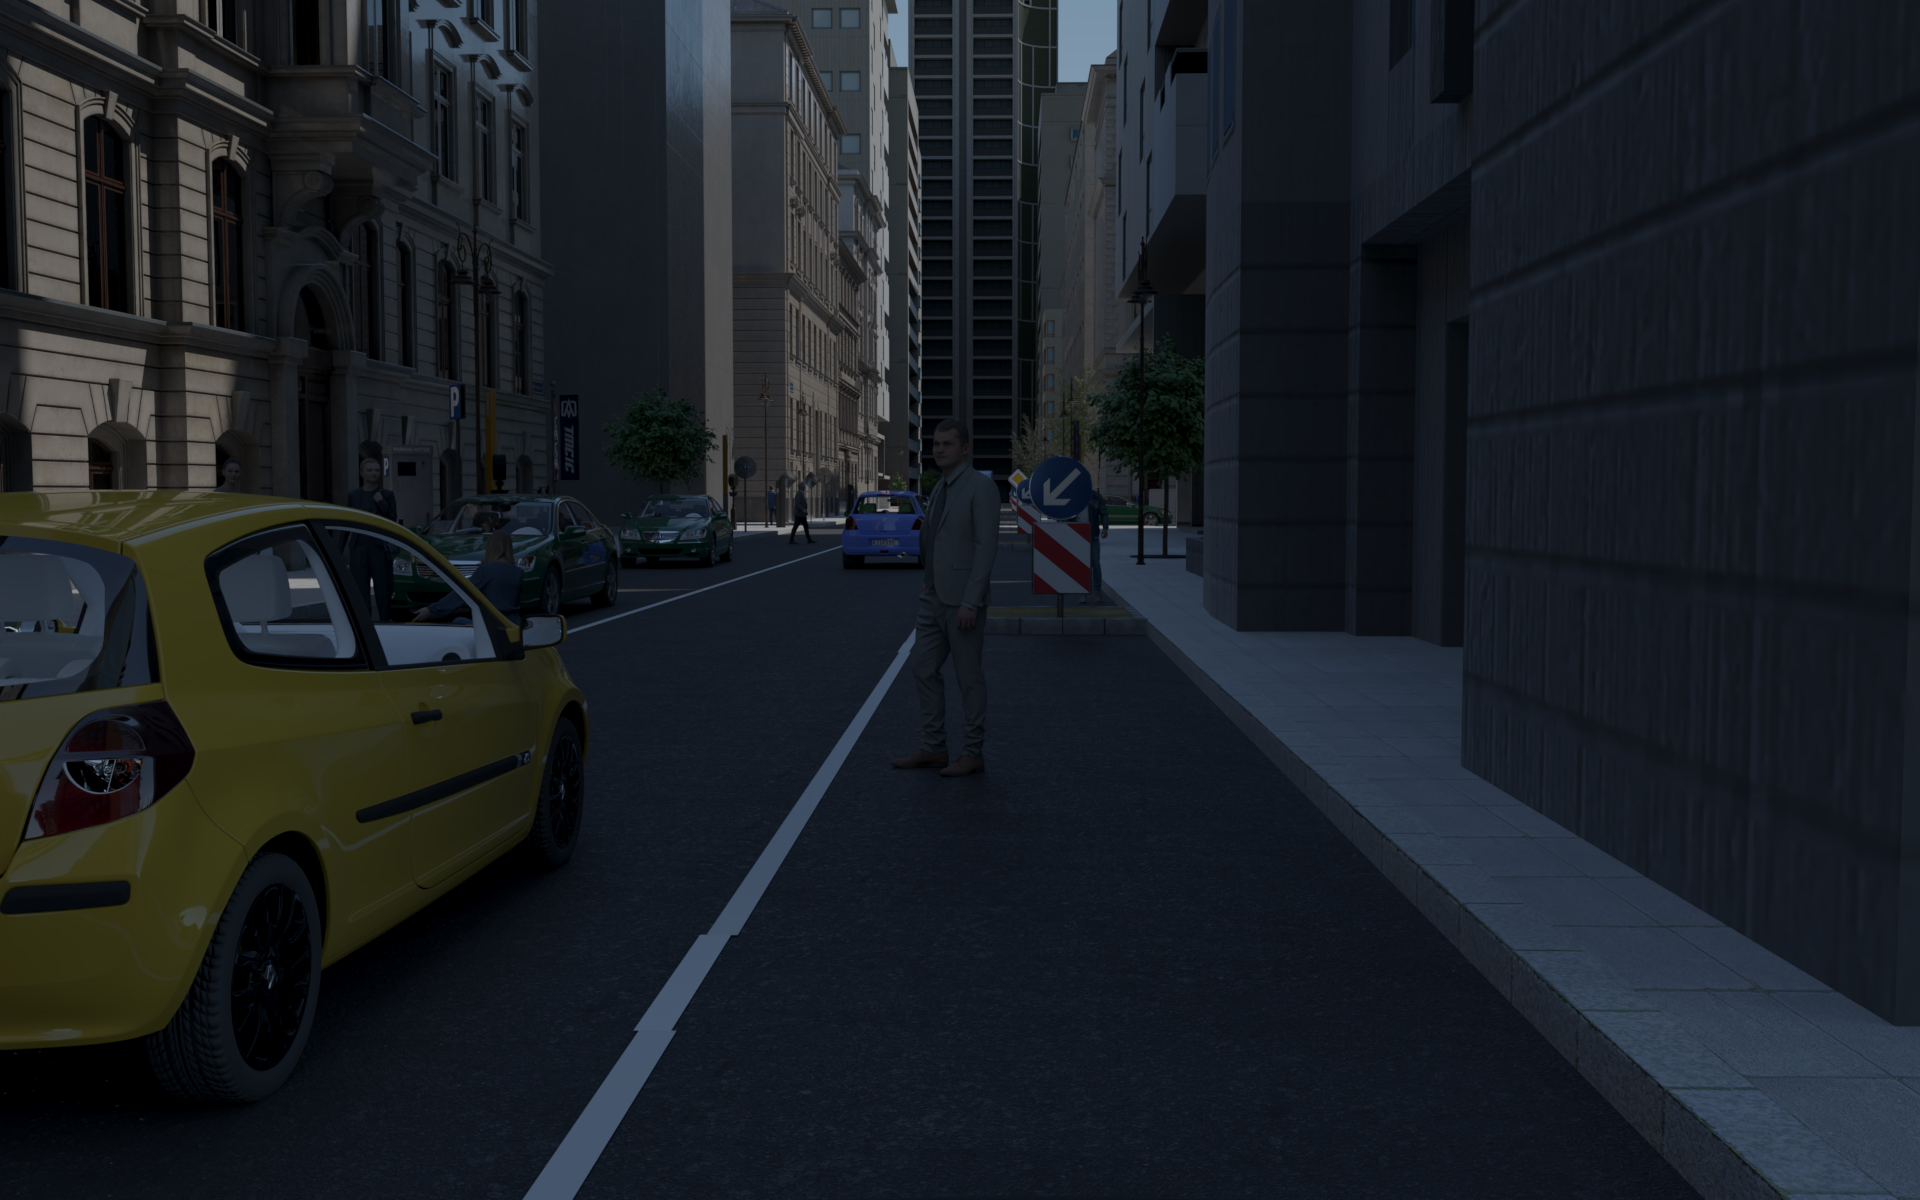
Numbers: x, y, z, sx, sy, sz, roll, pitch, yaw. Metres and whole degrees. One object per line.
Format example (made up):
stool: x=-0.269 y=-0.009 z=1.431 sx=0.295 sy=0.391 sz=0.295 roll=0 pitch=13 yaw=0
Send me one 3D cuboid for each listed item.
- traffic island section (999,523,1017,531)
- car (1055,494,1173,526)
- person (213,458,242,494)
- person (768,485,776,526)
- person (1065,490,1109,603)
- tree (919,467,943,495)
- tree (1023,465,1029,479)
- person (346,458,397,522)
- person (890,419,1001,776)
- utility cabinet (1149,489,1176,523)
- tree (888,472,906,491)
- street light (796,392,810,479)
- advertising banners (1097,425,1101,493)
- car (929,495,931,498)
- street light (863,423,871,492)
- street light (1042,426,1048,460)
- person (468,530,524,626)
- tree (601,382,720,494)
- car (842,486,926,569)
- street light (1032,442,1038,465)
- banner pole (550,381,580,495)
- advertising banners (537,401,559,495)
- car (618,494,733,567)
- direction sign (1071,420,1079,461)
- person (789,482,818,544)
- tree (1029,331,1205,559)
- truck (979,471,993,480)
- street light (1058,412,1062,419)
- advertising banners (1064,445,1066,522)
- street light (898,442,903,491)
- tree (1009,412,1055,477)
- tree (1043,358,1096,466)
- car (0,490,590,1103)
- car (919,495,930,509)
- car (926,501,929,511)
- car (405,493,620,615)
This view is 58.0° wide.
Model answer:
traffic island section: x=2.312 y=-2.819 z=68.379 sx=2.009 sy=0.180 sz=2.903 roll=0 pitch=4 yaw=2
car: x=6.395 y=-3.681 z=71.978 sx=4.920 sy=1.459 sz=2.131 roll=0 pitch=4 yaw=1
person: x=-7.045 y=-0.484 z=16.747 sx=0.374 sy=1.781 sz=0.599 roll=1 pitch=4 yaw=13
person: x=-7.866 y=-3.932 z=72.974 sx=0.721 sy=1.800 sz=0.419 roll=0 pitch=4 yaw=3
person: x=1.646 y=-0.859 z=22.895 sx=0.623 sy=1.781 sz=0.721 roll=0 pitch=4 yaw=-1
tree: x=-3.455 y=-13.743 z=208.415 sx=4.285 sy=4.588 sz=4.351 roll=0 pitch=3 yaw=0
tree: x=7.099 y=-10.774 z=159.873 sx=4.285 sy=4.588 sz=4.351 roll=0 pitch=3 yaw=0
person: x=-5.684 y=-0.473 z=16.662 sx=0.576 sy=1.772 sz=0.534 roll=-2 pitch=4 yaw=-26
person: x=-0.028 y=-0.018 z=8.901 sx=0.391 sy=1.810 sz=0.635 roll=-3 pitch=4 yaw=-39
utility cabinet: x=8.918 y=-4.139 z=76.352 sx=1.173 sy=1.500 sz=0.318 roll=-1 pitch=4 yaw=-19
tree: x=-5.591 y=-9.642 z=152.250 sx=1.663 sy=3.219 sz=1.824 roll=0 pitch=3 yaw=0
street light: x=-6.982 y=-6.384 z=77.168 sx=0.468 sy=5.910 sz=1.993 roll=0 pitch=4 yaw=2
advertising banners: x=3.530 y=-2.935 z=44.178 sx=0.090 sy=3.025 sz=2.074 roll=0 pitch=4 yaw=4
car: x=-2.160 y=-9.318 z=161.947 sx=1.945 sy=1.707 sz=3.694 roll=0 pitch=4 yaw=1
street light: x=-6.010 y=-8.565 z=112.828 sx=0.468 sy=5.910 sz=1.993 roll=0 pitch=4 yaw=2
street light: x=5.628 y=-8.684 z=114.775 sx=0.468 sy=5.910 sz=1.993 roll=0 pitch=4 yaw=2
person: x=-3.808 y=0.019 z=13.693 sx=1.012 sy=1.151 sz=0.738 roll=-3 pitch=5 yaw=-41
tree: x=-8.668 y=-4.079 z=50.403 sx=4.285 sy=4.588 sz=4.351 roll=0 pitch=3 yaw=0
car: x=-1.383 y=-1.525 z=34.528 sx=1.945 sy=1.707 sz=3.694 roll=0 pitch=4 yaw=1
street light: x=6.537 y=-10.889 z=150.820 sx=0.468 sy=5.910 sz=1.993 roll=0 pitch=4 yaw=2
banner pole: x=-8.802 y=-2.961 z=38.430 sx=0.863 sy=3.779 sz=0.401 roll=1 pitch=4 yaw=15
advertising banners: x=-7.646 y=-2.206 z=32.261 sx=0.090 sy=3.025 sz=2.074 roll=0 pitch=4 yaw=-3
car: x=-5.742 y=-1.443 z=35.394 sx=2.131 sy=1.459 sz=4.920 roll=0 pitch=4 yaw=0
direction sign: x=3.540 y=-3.755 z=53.395 sx=0.379 sy=3.537 sz=0.876 roll=-1 pitch=4 yaw=-12
person: x=-4.496 y=-2.494 z=49.680 sx=0.834 sy=1.777 sz=0.661 roll=0 pitch=4 yaw=-5
tree: x=4.193 y=-3.130 z=34.896 sx=4.285 sy=4.588 sz=4.351 roll=0 pitch=3 yaw=0
truck: x=2.573 y=-12.476 z=193.748 sx=2.967 sy=4.110 sz=18.799 roll=0 pitch=4 yaw=1
street light: x=4.703 y=-6.470 z=78.576 sx=0.468 sy=5.910 sz=1.993 roll=0 pitch=4 yaw=2
advertising banners: x=3.723 y=-3.999 z=61.567 sx=0.090 sy=3.025 sz=2.074 roll=0 pitch=4 yaw=3
street light: x=-5.052 y=-10.744 z=148.457 sx=0.468 sy=5.910 sz=1.993 roll=0 pitch=4 yaw=2
tree: x=6.494 y=-12.487 z=154.523 sx=4.360 sy=8.622 sz=3.978 roll=0 pitch=3 yaw=0
tree: x=6.384 y=-8.827 z=94.684 sx=4.737 sy=8.622 sz=4.395 roll=0 pitch=3 yaw=0
car: x=-2.403 y=0.287 z=5.531 sx=2.015 sy=1.641 sz=3.980 roll=0 pitch=4 yaw=2
car: x=-3.027 y=-7.450 z=134.392 sx=1.945 sy=1.354 sz=3.894 roll=0 pitch=4 yaw=0
car: x=-0.659 y=-4.679 z=85.302 sx=1.959 sy=1.807 sz=4.718 roll=0 pitch=4 yaw=3
car: x=-5.378 y=-0.547 z=20.748 sx=2.131 sy=1.459 sz=4.920 roll=0 pitch=4 yaw=2
